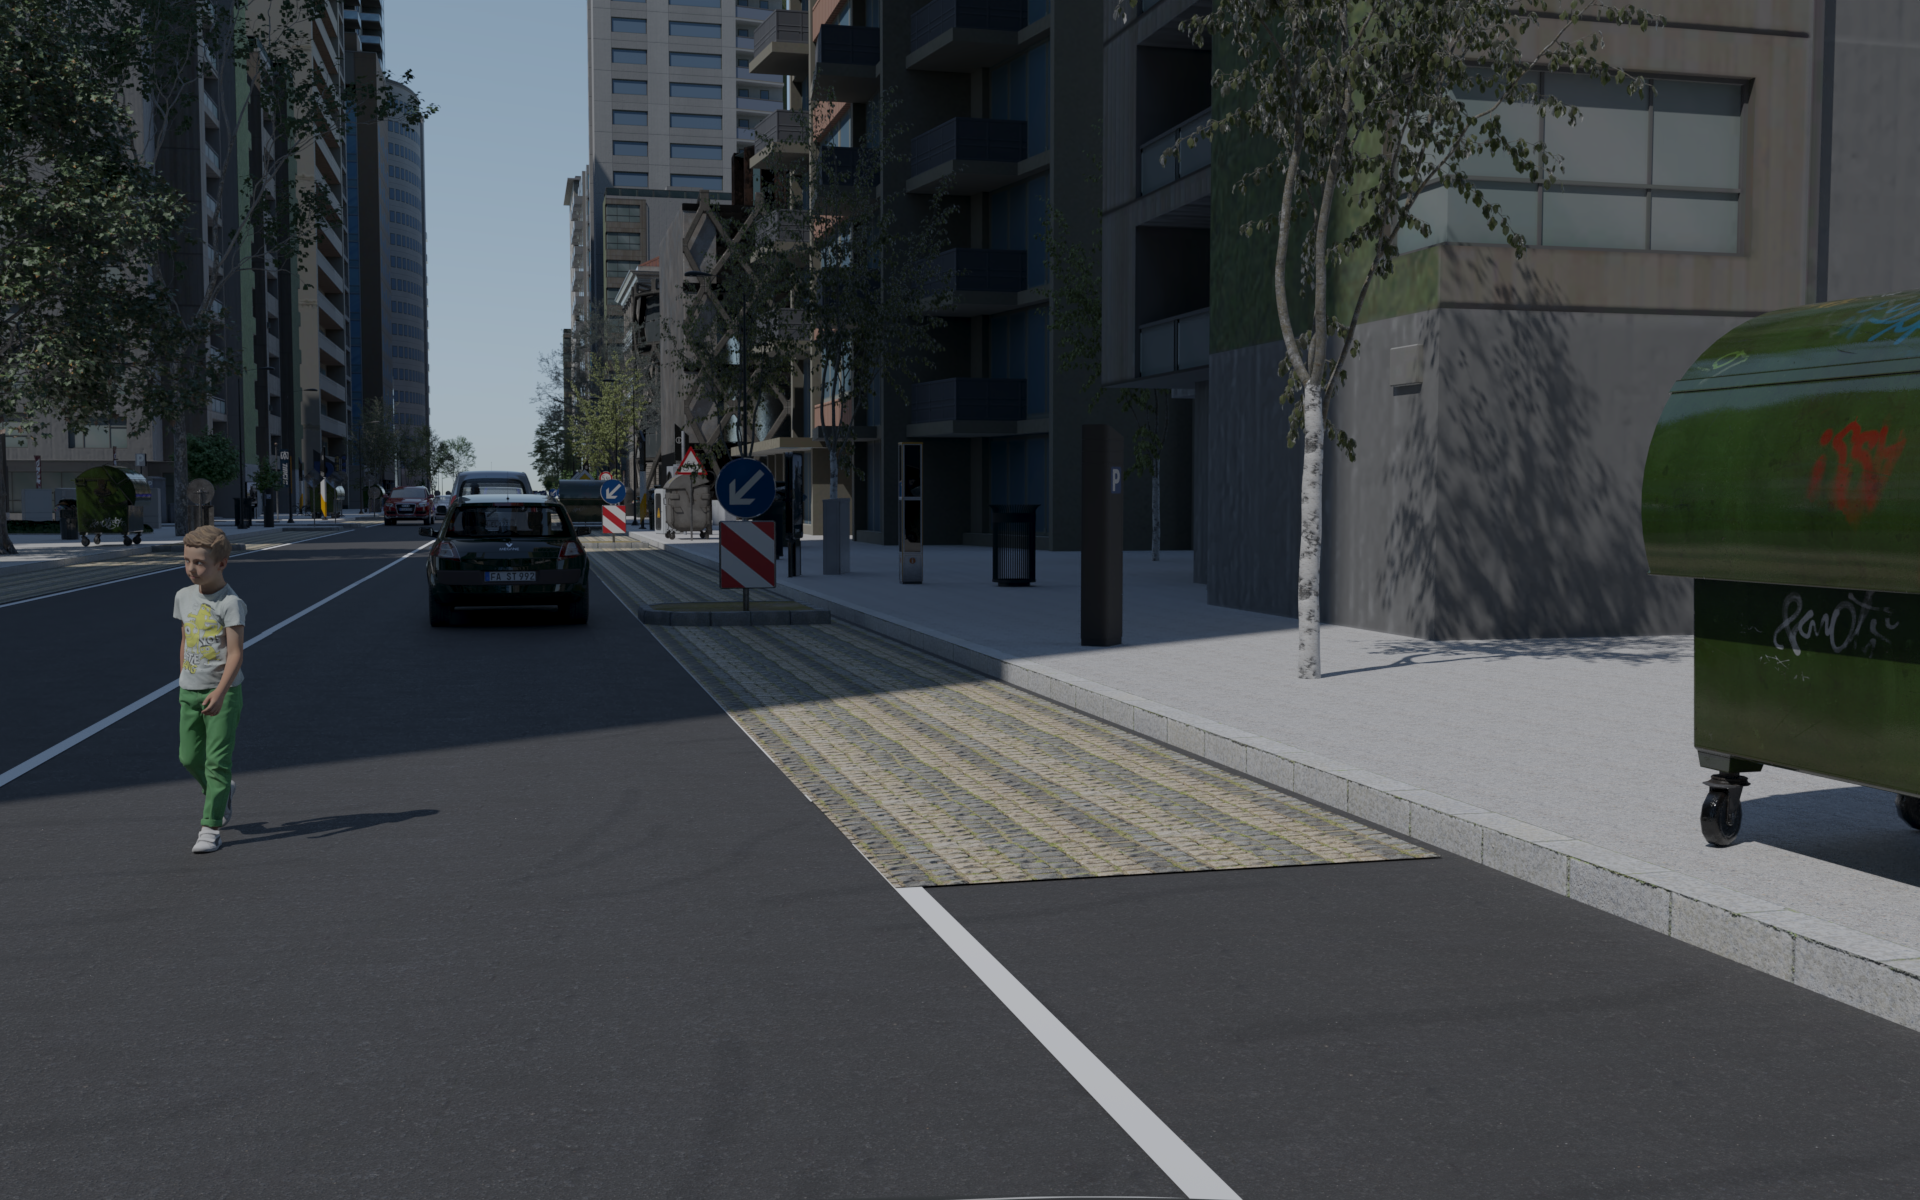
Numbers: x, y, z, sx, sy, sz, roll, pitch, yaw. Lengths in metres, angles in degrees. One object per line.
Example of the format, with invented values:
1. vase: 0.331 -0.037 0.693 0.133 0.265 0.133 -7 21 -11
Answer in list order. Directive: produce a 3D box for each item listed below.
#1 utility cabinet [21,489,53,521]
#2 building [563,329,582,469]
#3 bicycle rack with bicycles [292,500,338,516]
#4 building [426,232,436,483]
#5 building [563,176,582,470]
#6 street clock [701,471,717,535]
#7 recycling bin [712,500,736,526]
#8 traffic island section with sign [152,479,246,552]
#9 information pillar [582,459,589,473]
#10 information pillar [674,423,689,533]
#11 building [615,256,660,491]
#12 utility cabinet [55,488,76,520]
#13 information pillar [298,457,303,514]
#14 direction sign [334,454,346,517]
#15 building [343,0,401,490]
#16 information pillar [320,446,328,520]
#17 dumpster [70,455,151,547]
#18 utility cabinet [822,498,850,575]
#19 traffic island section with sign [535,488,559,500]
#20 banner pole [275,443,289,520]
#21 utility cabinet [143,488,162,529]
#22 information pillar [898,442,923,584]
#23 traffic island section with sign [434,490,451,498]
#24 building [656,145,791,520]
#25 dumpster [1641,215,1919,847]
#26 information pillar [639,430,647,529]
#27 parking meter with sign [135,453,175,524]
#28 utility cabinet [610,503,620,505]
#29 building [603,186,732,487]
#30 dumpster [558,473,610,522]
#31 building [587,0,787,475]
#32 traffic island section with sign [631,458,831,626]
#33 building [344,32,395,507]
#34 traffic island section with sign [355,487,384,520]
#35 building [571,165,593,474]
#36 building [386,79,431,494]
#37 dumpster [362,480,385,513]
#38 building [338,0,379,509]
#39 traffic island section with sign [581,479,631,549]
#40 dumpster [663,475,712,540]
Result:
1. utility cabinet: -40.076 -4.068 75.187 0.318 1.500 1.173 2 4 34
2. building: -61.820 -32.400 301.437 14.160 30.474 14.107 -1 4 -14
3. bicycle rack with bicycles: -37.429 -5.343 100.734 2.925 0.926 2.852 -2 4 -26
4. building: -94.536 -39.755 269.603 23.786 49.044 30.456 -1 4 -14
5. building: -49.315 -42.402 282.507 28.713 52.752 27.495 -1 4 -14
6. street clock: -7.872 -3.040 54.271 0.471 2.002 0.358 0 4 2
7. recycling bin: -9.649 -3.566 70.866 0.722 1.027 0.722 2 4 35
8. traffic island section with sign: -19.148 -2.142 43.648 1.989 1.847 2.006 -1 4 -14
9. information pillar: -25.063 -7.631 116.113 0.504 3.616 0.183 1 4 20
10. information pillar: -9.207 -4.033 57.289 0.504 3.616 0.183 -1 4 -18
11. building: -21.816 -18.720 142.222 11.583 22.565 21.152 -1 4 -14
12. utility cabinet: -32.468 -3.333 63.172 0.318 1.500 1.173 1 4 8
13. information pillar: -41.530 -7.203 109.119 0.183 3.616 0.504 -3 5 -39
14. direction sign: -35.252 -6.521 98.614 0.876 3.537 0.379 2 4 27
15. building: -73.772 -53.720 190.993 22.319 86.520 31.000 -1 4 -14
16. information pillar: -31.358 -5.747 85.323 0.183 3.616 0.504 -3 5 -41
17. dumpster: -21.157 -2.488 43.171 1.502 2.255 1.985 -1 4 -14
18. utility cabinet: -2.002 -1.030 28.009 0.306 1.237 1.020 0 4 5
19. traffic island section with sign: -29.750 -7.189 126.162 1.989 1.847 2.006 -1 4 -14
20. banner pole: -33.211 -5.799 84.836 0.863 3.779 0.401 -2 4 -25
21. utility cabinet: -29.857 -3.340 63.289 1.173 1.500 0.318 0 4 -6
22. information pillar: -0.704 -1.237 24.722 0.304 2.012 0.304 -1 4 -12
23. traffic island section with sign: -51.762 -9.978 171.774 1.989 1.847 2.006 -1 4 -14
24. building: -6.727 -13.707 91.568 16.811 18.784 16.820 -1 4 -14
25. dumpster: 3.452 -0.191 5.619 1.502 2.255 1.985 -1 4 -14
26. information pillar: -11.615 -4.407 63.413 0.183 3.616 0.504 -2 4 -29
27. parking meter with sign: -34.864 -4.828 75.194 0.543 3.016 1.738 1 4 21
28. utility cabinet: -19.241 -5.142 95.237 1.020 1.237 0.306 -3 4 -36
29. building: -27.184 -24.171 166.890 14.160 30.474 14.107 -1 4 -14
30. dumpster: -14.672 -3.835 67.652 1.985 2.255 1.502 -1 4 -13
31. building: -29.349 -39.475 187.423 21.231 58.520 28.212 -1 4 -14
32. traffic island section with sign: -2.620 -0.672 19.615 1.989 1.847 2.006 -1 4 -14
33. building: -64.073 -31.885 171.437 14.600 45.320 14.200 -1 4 -14
34. traffic island section with sign: -32.597 -5.376 96.531 1.989 1.847 2.006 -1 4 -14
35. building: -45.226 -38.790 253.817 23.786 49.044 30.456 -1 4 -14
36. building: -85.735 -42.741 240.817 21.231 58.520 28.212 -1 4 -14
37. dumpster: -40.864 -7.220 120.542 1.502 2.255 1.985 -1 4 -14
38. building: -63.129 -43.713 152.961 20.563 71.187 20.611 -1 4 -14
39. traffic island section with sign: -9.378 -2.296 46.160 1.989 1.847 2.006 -1 4 -14
40. dumpster: -7.740 -2.661 49.262 1.264 1.857 1.865 -1 4 -14
